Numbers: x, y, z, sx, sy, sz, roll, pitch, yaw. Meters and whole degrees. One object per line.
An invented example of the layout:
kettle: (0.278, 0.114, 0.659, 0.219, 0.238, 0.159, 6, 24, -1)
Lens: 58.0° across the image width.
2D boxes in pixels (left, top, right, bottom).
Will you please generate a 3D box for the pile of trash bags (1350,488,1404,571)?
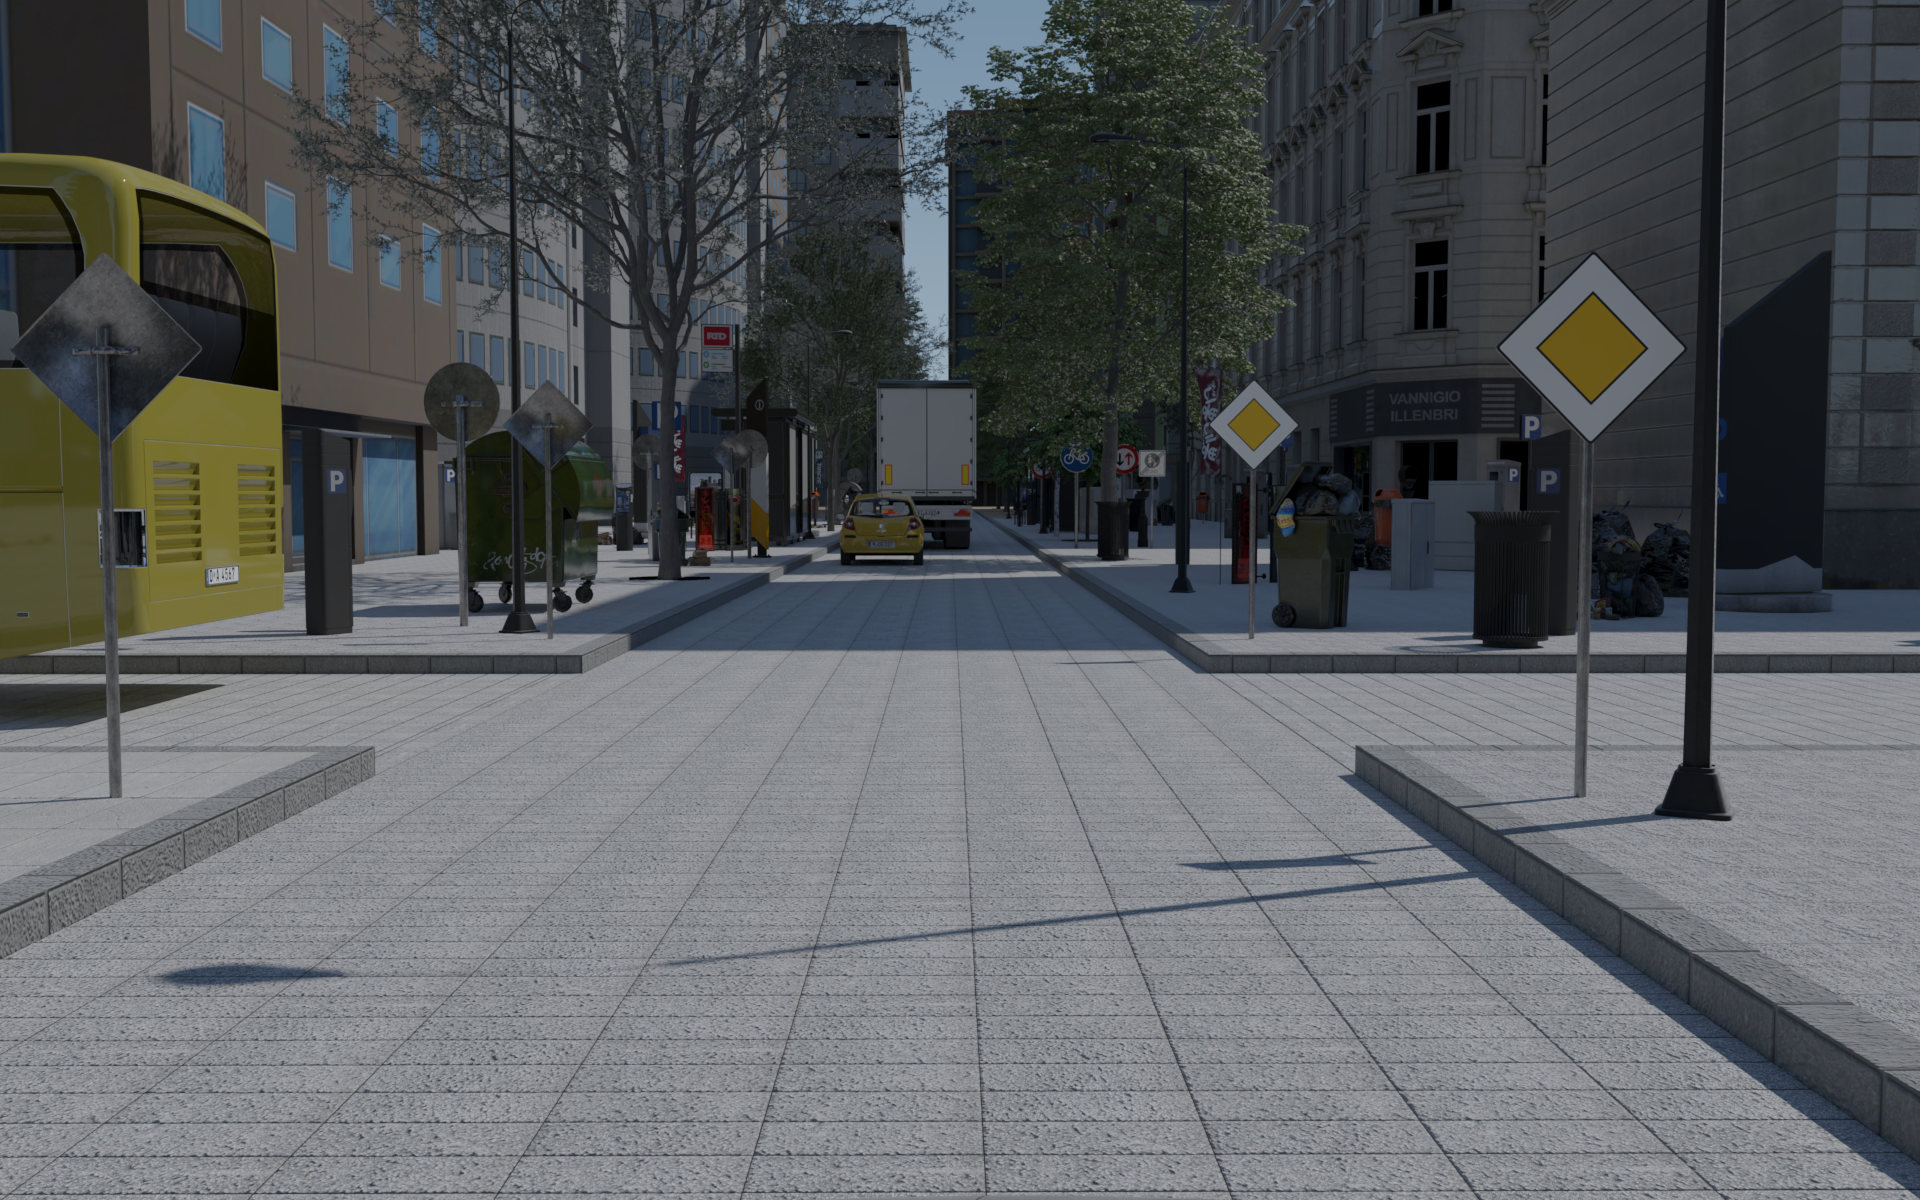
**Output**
pile of trash bags: (6.782, -1.183, 29.091, 1.912, 1.369, 3.447, 0, 4, -3)

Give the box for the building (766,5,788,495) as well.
building: (-20.134, -29.107, 126.005, 14.600, 45.320, 14.200, 0, 4, 0)

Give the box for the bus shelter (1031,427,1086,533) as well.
bus shelter: (3.453, -4.228, 60.411, 1.731, 3.624, 6.357, 0, 4, 0)

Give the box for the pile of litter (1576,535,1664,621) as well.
pile of litter: (6.653, -0.255, 18.139, 1.719, 0.858, 1.176, -1, 4, -21)

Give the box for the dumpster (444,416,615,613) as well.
dumpster: (-4.812, -1.037, 19.452, 1.502, 2.255, 1.985, 0, 4, 0)

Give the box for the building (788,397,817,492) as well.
building: (-28.563, -50.929, 145.355, 31.000, 86.520, 22.319, 0, 4, 0)

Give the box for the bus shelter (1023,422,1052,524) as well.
bus shelter: (4.026, -6.181, 78.697, 2.179, 5.291, 8.768, 0, 4, 0)

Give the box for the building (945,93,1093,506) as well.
building: (11.137, -32.874, 192.108, 28.867, 44.769, 22.147, 0, 4, 0)

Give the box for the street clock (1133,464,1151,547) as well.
street clock: (4.415, -2.275, 41.765, 0.358, 2.002, 0.471, -3, 5, -45)

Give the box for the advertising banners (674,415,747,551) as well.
advertising banners: (-5.665, -2.594, 38.604, 2.074, 3.025, 0.090, -3, 4, -38)

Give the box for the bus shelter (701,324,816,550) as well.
bus shelter: (-5.038, -4.035, 43.608, 2.179, 5.291, 8.768, 0, 4, -1)

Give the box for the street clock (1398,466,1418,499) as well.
street clock: (11.455, -2.432, 44.341, 0.471, 2.002, 0.358, -2, 4, -32)

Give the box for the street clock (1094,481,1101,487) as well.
street clock: (6.769, -5.008, 86.457, 0.471, 2.002, 0.358, -2, 4, -32)

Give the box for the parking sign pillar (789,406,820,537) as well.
parking sign pillar: (-4.985, -3.911, 52.416, 1.447, 3.967, 1.447, -2, 4, -26)

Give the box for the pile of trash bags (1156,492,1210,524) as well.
pile of trash bags: (9.169, -4.020, 75.472, 3.447, 1.369, 1.912, 1, 4, 12)

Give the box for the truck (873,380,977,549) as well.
truck: (-1.036, -3.625, 48.189, 2.839, 4.237, 11.283, 0, 4, -2)

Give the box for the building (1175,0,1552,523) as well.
building: (19.751, -17.857, 68.372, 17.030, 29.872, 44.131, 0, 4, 0)

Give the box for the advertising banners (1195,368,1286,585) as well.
advertising banners: (4.082, -1.740, 24.641, 2.074, 3.025, 0.090, -3, 4, -36)

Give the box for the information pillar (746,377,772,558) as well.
information pillar: (-4.060, -2.659, 34.828, 0.504, 3.616, 0.183, 2, 4, 27)

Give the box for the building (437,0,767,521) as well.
building: (-23.601, -34.357, 103.739, 21.231, 58.520, 28.212, 0, 4, 0)

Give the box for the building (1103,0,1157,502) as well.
building: (21.385, -30.215, 117.721, 21.300, 48.544, 21.600, 0, 4, 0)

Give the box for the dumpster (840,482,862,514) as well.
dumpster: (-5.236, -4.596, 80.908, 1.264, 1.857, 1.865, 0, 4, 0)

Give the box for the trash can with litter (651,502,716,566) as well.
trash can with litter: (-4.935, -1.193, 30.895, 1.055, 1.170, 0.624, -2, 4, -35)

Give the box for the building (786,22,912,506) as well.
building: (-17.247, -37.108, 195.949, 27.495, 52.752, 28.713, 0, 4, 0)

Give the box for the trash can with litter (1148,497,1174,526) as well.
trash can with litter: (8.130, -3.584, 69.986, 1.055, 1.170, 0.624, 1, 4, 12)

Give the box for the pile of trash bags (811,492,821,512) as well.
pile of trash bags: (-8.182, -4.387, 81.472, 3.447, 1.369, 1.912, 1, 4, 17)

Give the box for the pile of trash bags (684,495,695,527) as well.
pile of trash bags: (-11.380, -3.540, 67.636, 1.912, 1.369, 3.447, 0, 4, -2)

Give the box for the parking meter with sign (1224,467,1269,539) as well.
parking meter with sign: (8.489, -3.276, 49.816, 1.738, 3.016, 0.543, 1, 4, 23)

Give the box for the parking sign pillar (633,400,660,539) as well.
parking sign pillar: (-8.973, -3.773, 50.167, 1.447, 3.967, 1.447, 1, 4, 17)

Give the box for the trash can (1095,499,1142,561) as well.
trash can: (2.959, -1.332, 33.433, 0.748, 1.137, 0.748, 0, 3, 0)

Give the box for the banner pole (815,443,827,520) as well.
banner pole: (-6.715, -5.764, 84.264, 0.863, 3.779, 0.401, 2, 4, 30)

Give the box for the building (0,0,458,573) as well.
building: (-17.658, -23.173, 28.984, 14.600, 45.320, 14.200, 0, 4, 0)

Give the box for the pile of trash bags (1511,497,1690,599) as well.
pile of trash bags: (8.869, -0.760, 22.186, 3.447, 1.369, 1.912, -1, 4, -10)

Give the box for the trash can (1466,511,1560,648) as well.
trash can: (4.640, -0.179, 14.575, 0.748, 1.137, 0.748, 0, 3, 0)

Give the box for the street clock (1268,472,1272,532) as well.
street clock: (10.244, -3.246, 57.635, 0.358, 2.002, 0.471, 0, 4, 2)

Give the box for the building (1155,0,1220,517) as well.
building: (18.163, -25.457, 99.819, 14.154, 41.232, 14.086, 0, 4, 0)

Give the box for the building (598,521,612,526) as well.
building: (-24.338, -31.541, 57.691, 21.231, 58.520, 28.212, 0, 4, 0)

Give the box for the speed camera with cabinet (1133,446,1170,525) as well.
speed camera with cabinet: (7.908, -4.721, 71.523, 0.660, 3.252, 2.038, -2, 4, -25)

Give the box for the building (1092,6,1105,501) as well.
building: (21.423, -36.714, 142.277, 21.231, 58.520, 28.212, 0, 4, 0)

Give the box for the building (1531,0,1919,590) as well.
building: (23.645, -14.117, 28.082, 25.104, 27.353, 12.463, 0, 4, 0)

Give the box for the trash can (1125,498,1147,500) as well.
trash can: (6.020, -2.908, 59.202, 0.748, 1.137, 0.748, 0, 3, 0)

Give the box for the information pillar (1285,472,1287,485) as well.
information pillar: (10.978, -3.236, 57.407, 0.304, 2.012, 0.304, -2, 4, -26)

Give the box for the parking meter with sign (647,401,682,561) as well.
parking meter with sign: (-5.752, -2.271, 33.393, 0.543, 3.016, 1.738, -1, 4, -17)

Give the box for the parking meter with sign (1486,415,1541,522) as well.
parking meter with sign: (12.210, -2.608, 38.899, 0.543, 3.016, 1.738, -2, 4, -23)

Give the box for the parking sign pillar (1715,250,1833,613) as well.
parking sign pillar: (8.946, -1.882, 19.243, 1.447, 3.967, 1.447, -1, 4, -17)

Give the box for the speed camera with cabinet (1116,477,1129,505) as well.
speed camera with cabinet: (8.837, -5.860, 90.154, 2.038, 3.252, 0.660, -3, 5, -44)

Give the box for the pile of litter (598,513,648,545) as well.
pile of litter: (-8.732, -1.829, 43.863, 1.719, 0.858, 1.176, -1, 4, -15)

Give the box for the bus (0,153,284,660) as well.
bus: (-11.209, -1.239, 11.811, 12.252, 3.916, 2.896, 0, 4, -1)

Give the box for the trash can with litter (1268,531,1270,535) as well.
trash can with litter: (9.974, -2.667, 54.655, 1.678, 1.210, 2.233, -2, 4, -33)

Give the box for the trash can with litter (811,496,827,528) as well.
trash can with litter: (-5.621, -3.332, 65.528, 1.678, 1.210, 2.233, 0, 3, 0)
